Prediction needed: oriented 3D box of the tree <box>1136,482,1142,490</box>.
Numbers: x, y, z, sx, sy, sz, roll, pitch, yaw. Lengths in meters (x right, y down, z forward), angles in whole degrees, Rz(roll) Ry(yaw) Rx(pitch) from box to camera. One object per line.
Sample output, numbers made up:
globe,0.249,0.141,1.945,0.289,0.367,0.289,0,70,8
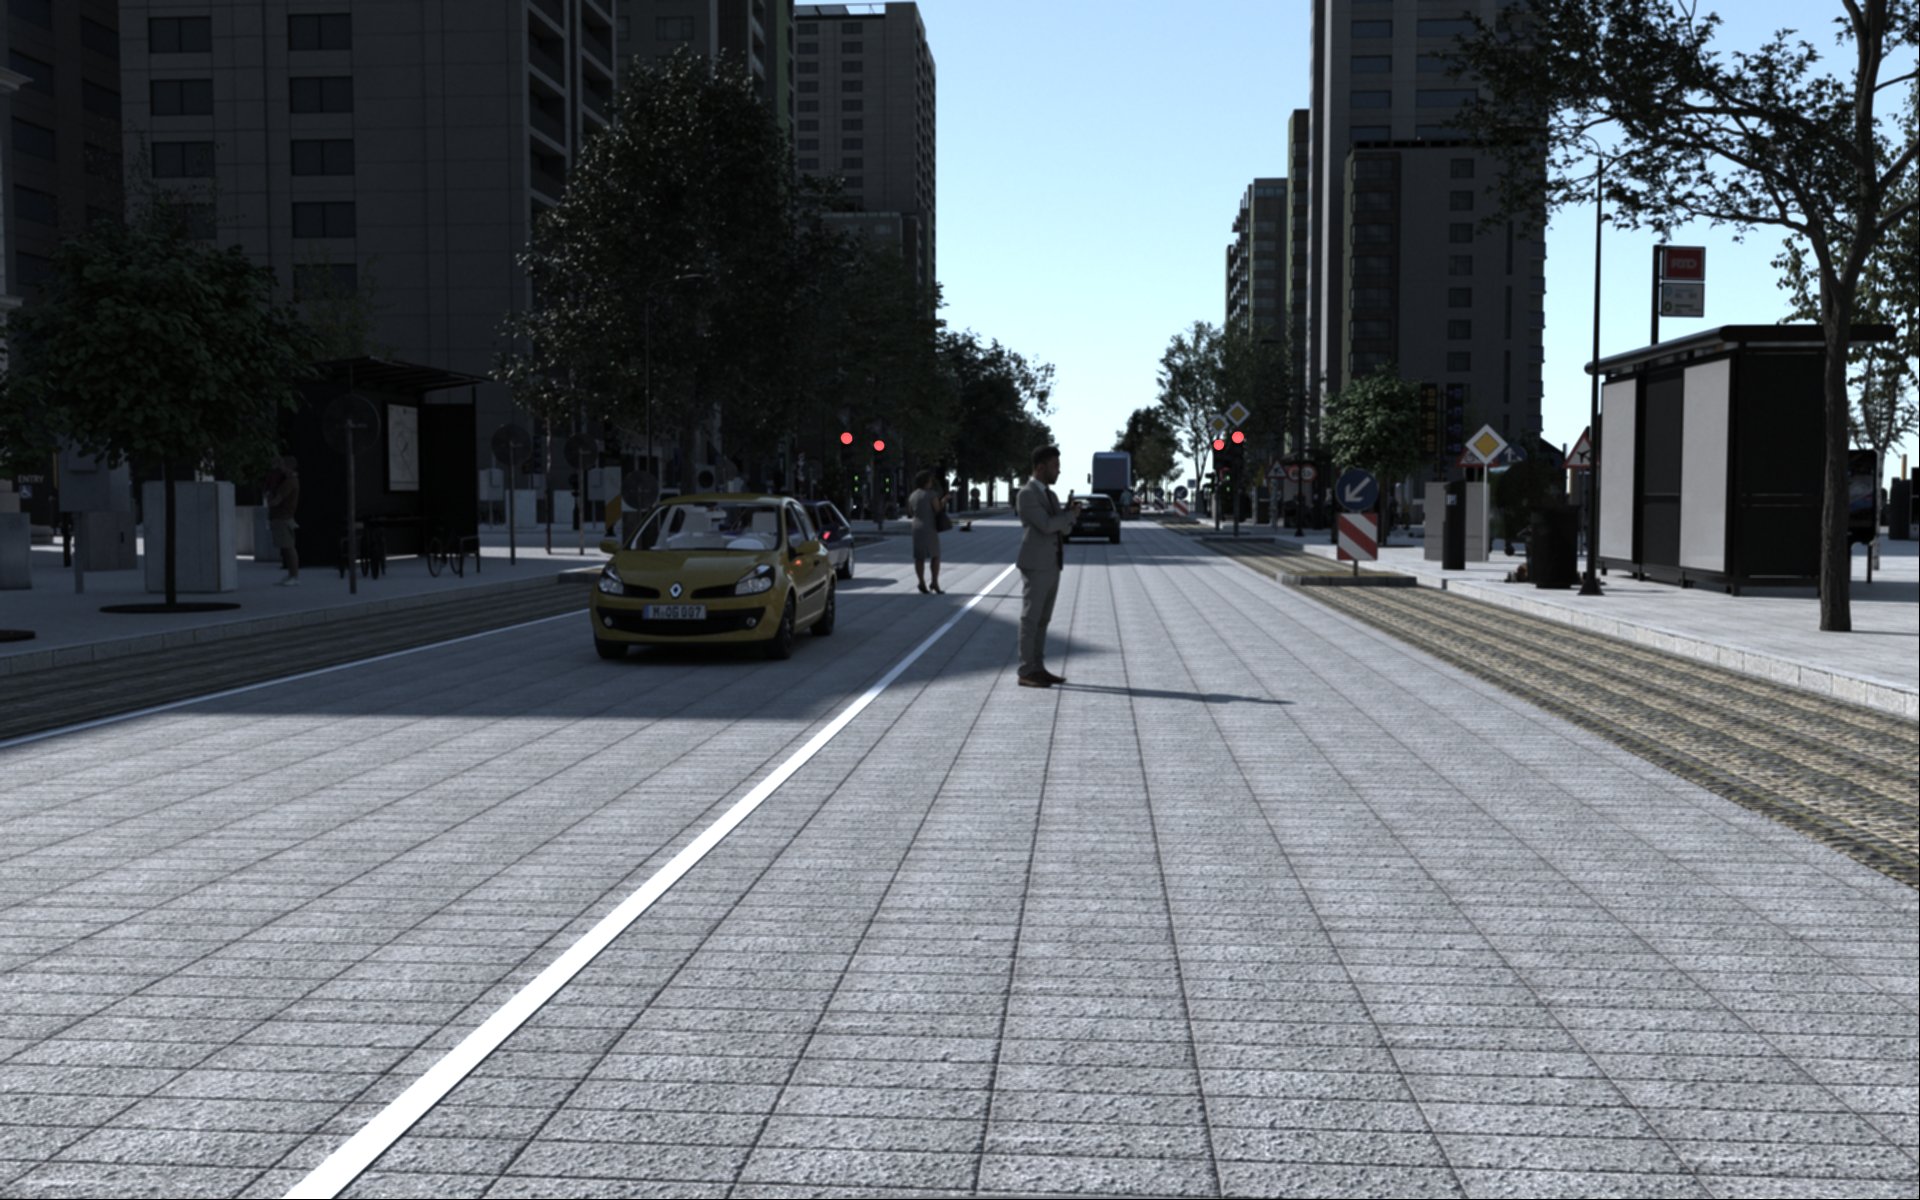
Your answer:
tree,24.130,-14.201,226.789,1.663,3.219,1.824,0,3,0

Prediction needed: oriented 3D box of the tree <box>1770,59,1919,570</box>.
tree,15.558,-4.819,29.148,4.737,8.622,4.395,0,3,0

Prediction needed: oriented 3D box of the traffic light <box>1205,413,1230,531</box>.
traffic light,8.937,-4.355,60.117,0.839,4.253,0.868,0,4,4

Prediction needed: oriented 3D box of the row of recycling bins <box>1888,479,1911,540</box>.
row of recycling bins,27.355,-2.588,49.420,1.069,1.692,3.534,3,5,43

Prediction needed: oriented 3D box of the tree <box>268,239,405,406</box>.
tree,-17.873,-6.084,49.838,4.737,8.622,4.395,0,3,0

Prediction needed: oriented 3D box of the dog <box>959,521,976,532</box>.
dog,0.248,-2.811,66.148,0.550,0.427,0.748,-1,4,-20

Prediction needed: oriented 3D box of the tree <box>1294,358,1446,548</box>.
tree,10.214,-3.560,41.914,4.285,4.588,4.351,0,3,0

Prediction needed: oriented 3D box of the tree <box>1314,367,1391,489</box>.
tree,24.012,-9.190,100.626,4.737,8.622,4.395,0,3,0

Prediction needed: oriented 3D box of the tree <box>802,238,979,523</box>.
tree,-3.619,-9.698,76.684,7.486,12.596,7.792,0,3,0

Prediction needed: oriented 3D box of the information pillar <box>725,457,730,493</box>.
information pillar,-14.485,-7.202,109.114,0.504,3.616,0.183,1,4,11

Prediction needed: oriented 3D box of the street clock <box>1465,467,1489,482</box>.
street clock,11.382,-2.052,38.128,0.471,2.002,0.358,3,4,38

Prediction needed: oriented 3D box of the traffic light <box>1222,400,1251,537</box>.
traffic light,8.317,-3.868,52.156,0.839,4.253,0.868,0,4,4

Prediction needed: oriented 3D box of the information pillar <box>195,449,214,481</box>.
information pillar,-17.105,-2.925,39.184,0.183,3.616,0.504,1,4,22

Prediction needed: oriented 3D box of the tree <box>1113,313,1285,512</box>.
tree,15.084,-10.698,100.674,9.928,11.665,9.643,0,3,0

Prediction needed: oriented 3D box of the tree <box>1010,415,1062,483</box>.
tree,10.307,-21.543,262.590,12.009,13.543,11.850,0,3,0

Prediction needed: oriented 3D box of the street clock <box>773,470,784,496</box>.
street clock,-5.357,-2.851,51.177,0.358,2.002,0.471,0,4,4

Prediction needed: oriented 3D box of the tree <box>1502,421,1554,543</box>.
tree,14.822,-3.141,45.950,1.663,3.219,1.824,0,3,0

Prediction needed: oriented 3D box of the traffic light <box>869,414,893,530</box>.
traffic light,-2.791,-4.409,61.010,0.839,4.253,0.868,0,4,4

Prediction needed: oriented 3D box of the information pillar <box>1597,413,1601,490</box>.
information pillar,16.172,-3.186,43.451,0.504,3.616,0.183,-1,4,-10

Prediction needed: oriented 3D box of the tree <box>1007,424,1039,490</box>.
tree,6.822,-18.464,227.636,9.928,11.665,9.643,0,3,0

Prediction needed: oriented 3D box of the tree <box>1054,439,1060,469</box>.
tree,12.135,-23.373,288.799,9.857,13.997,8.962,0,3,0

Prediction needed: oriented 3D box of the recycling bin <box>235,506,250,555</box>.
recycling bin,-14.954,-1.472,36.617,0.722,1.027,0.722,-1,4,-11

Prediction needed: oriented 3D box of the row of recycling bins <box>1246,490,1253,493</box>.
row of recycling bins,22.380,-7.676,132.613,3.534,1.692,1.069,3,5,44

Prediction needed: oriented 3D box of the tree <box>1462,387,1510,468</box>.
tree,34.418,-10.139,116.129,4.737,8.622,4.395,0,3,0

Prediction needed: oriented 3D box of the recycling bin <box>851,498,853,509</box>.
recycling bin,-6.611,-5.328,99.664,0.722,1.027,0.722,-2,4,-24

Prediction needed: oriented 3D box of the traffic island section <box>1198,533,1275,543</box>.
traffic island section,8.356,-1.834,52.267,2.009,0.180,2.903,0,4,4

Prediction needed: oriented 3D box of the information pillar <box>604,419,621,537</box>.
information pillar,-10.473,-3.720,52.182,0.504,3.616,0.183,0,3,0

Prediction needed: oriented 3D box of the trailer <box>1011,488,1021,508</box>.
trailer,5.624,-9.711,165.829,1.471,1.999,3.904,0,4,3

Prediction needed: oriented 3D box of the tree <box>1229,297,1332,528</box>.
tree,11.925,-7.046,65.568,4.360,8.622,3.978,0,3,0

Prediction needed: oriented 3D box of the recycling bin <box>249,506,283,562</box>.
recycling bin,-12.928,-1.248,32.963,0.722,1.027,0.722,1,4,15

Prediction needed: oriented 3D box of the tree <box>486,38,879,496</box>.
tree,-6.909,-7.762,43.913,9.611,12.733,9.660,0,3,0

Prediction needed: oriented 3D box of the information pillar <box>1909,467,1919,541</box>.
information pillar,26.165,-2.619,47.308,0.304,2.012,0.304,-3,5,-43

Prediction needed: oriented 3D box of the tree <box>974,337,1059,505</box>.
tree,6.028,-21.536,207.998,12.611,20.169,13.585,0,3,0

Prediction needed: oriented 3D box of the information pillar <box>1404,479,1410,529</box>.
information pillar,16.461,-4.429,63.762,0.183,3.616,0.504,0,4,6

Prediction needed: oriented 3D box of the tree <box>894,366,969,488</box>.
tree,-1.911,-9.038,98.134,4.737,8.622,4.395,0,3,0

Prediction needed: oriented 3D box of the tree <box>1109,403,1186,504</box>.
tree,23.573,-18.477,219.101,9.611,12.733,9.660,0,3,0

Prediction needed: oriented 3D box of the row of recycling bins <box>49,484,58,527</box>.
row of recycling bins,-36.301,-3.707,67.723,3.534,1.692,1.069,3,5,40

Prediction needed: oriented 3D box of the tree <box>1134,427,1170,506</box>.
tree,21.316,-14.785,192.100,4.360,8.622,3.978,0,3,0

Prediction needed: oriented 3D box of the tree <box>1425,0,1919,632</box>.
tree,7.867,-4.983,15.887,7.601,10.594,8.767,-1,4,-10

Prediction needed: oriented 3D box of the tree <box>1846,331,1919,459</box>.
tree,40.558,-7.702,76.285,4.360,8.622,3.978,0,3,0

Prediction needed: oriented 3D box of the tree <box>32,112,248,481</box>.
tree,-15.580,-5.091,33.598,4.360,8.622,3.978,0,3,0

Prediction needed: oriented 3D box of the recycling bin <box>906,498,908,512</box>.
recycling bin,-3.258,-6.496,118.759,0.722,1.027,0.722,2,4,33

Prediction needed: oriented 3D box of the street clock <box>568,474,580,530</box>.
street clock,-13.577,-3.468,61.275,0.471,2.002,0.358,-3,5,-43

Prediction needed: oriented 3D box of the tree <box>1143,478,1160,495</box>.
tree,21.169,-11.743,186.591,1.663,3.219,1.824,0,3,0

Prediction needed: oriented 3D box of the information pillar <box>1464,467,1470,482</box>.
information pillar,13.609,-2.555,46.272,0.304,2.012,0.304,1,4,11

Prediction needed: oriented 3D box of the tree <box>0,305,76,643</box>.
tree,-8.761,-1.247,14.988,1.663,3.219,1.824,0,3,0

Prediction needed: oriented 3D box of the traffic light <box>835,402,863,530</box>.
traffic light,-3.410,-3.922,53.049,0.839,4.253,0.868,0,4,4

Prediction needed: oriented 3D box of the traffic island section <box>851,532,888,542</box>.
traffic island section,-3.449,-1.890,53.187,2.009,0.180,2.903,0,4,4

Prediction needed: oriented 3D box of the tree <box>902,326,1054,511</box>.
tree,0.189,-13.660,130.003,9.857,13.997,8.962,0,3,0

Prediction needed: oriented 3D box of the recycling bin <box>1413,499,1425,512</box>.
recycling bin,23.456,-4.607,87.873,0.722,1.027,0.722,3,5,40

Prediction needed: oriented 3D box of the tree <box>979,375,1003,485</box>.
tree,0.436,-13.973,146.593,7.486,12.596,7.792,0,3,0

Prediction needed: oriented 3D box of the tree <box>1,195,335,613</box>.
tree,-8.735,-2.165,19.110,4.285,4.588,4.351,0,3,0

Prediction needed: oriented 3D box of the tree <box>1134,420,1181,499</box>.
tree,19.177,-13.230,166.677,4.737,8.622,4.395,0,3,0

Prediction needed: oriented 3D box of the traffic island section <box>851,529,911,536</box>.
traffic island section,-2.830,-2.377,61.148,2.009,0.180,2.903,0,4,4

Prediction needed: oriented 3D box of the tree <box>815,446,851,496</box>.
tree,-5.123,-4.481,67.862,1.663,3.219,1.824,0,3,0

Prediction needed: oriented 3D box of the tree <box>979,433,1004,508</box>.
tree,2.324,-12.569,155.868,4.360,8.622,3.978,0,3,0

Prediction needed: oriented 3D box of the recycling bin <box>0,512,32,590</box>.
recycling bin,-12.972,-0.662,23.375,0.722,1.027,0.722,-2,4,-32

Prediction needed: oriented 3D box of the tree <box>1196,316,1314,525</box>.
tree,11.896,-7.382,71.057,4.737,8.622,4.395,0,3,0

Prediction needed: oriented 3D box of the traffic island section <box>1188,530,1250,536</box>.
traffic island section,8.976,-2.321,60.228,2.009,0.180,2.903,0,4,4
